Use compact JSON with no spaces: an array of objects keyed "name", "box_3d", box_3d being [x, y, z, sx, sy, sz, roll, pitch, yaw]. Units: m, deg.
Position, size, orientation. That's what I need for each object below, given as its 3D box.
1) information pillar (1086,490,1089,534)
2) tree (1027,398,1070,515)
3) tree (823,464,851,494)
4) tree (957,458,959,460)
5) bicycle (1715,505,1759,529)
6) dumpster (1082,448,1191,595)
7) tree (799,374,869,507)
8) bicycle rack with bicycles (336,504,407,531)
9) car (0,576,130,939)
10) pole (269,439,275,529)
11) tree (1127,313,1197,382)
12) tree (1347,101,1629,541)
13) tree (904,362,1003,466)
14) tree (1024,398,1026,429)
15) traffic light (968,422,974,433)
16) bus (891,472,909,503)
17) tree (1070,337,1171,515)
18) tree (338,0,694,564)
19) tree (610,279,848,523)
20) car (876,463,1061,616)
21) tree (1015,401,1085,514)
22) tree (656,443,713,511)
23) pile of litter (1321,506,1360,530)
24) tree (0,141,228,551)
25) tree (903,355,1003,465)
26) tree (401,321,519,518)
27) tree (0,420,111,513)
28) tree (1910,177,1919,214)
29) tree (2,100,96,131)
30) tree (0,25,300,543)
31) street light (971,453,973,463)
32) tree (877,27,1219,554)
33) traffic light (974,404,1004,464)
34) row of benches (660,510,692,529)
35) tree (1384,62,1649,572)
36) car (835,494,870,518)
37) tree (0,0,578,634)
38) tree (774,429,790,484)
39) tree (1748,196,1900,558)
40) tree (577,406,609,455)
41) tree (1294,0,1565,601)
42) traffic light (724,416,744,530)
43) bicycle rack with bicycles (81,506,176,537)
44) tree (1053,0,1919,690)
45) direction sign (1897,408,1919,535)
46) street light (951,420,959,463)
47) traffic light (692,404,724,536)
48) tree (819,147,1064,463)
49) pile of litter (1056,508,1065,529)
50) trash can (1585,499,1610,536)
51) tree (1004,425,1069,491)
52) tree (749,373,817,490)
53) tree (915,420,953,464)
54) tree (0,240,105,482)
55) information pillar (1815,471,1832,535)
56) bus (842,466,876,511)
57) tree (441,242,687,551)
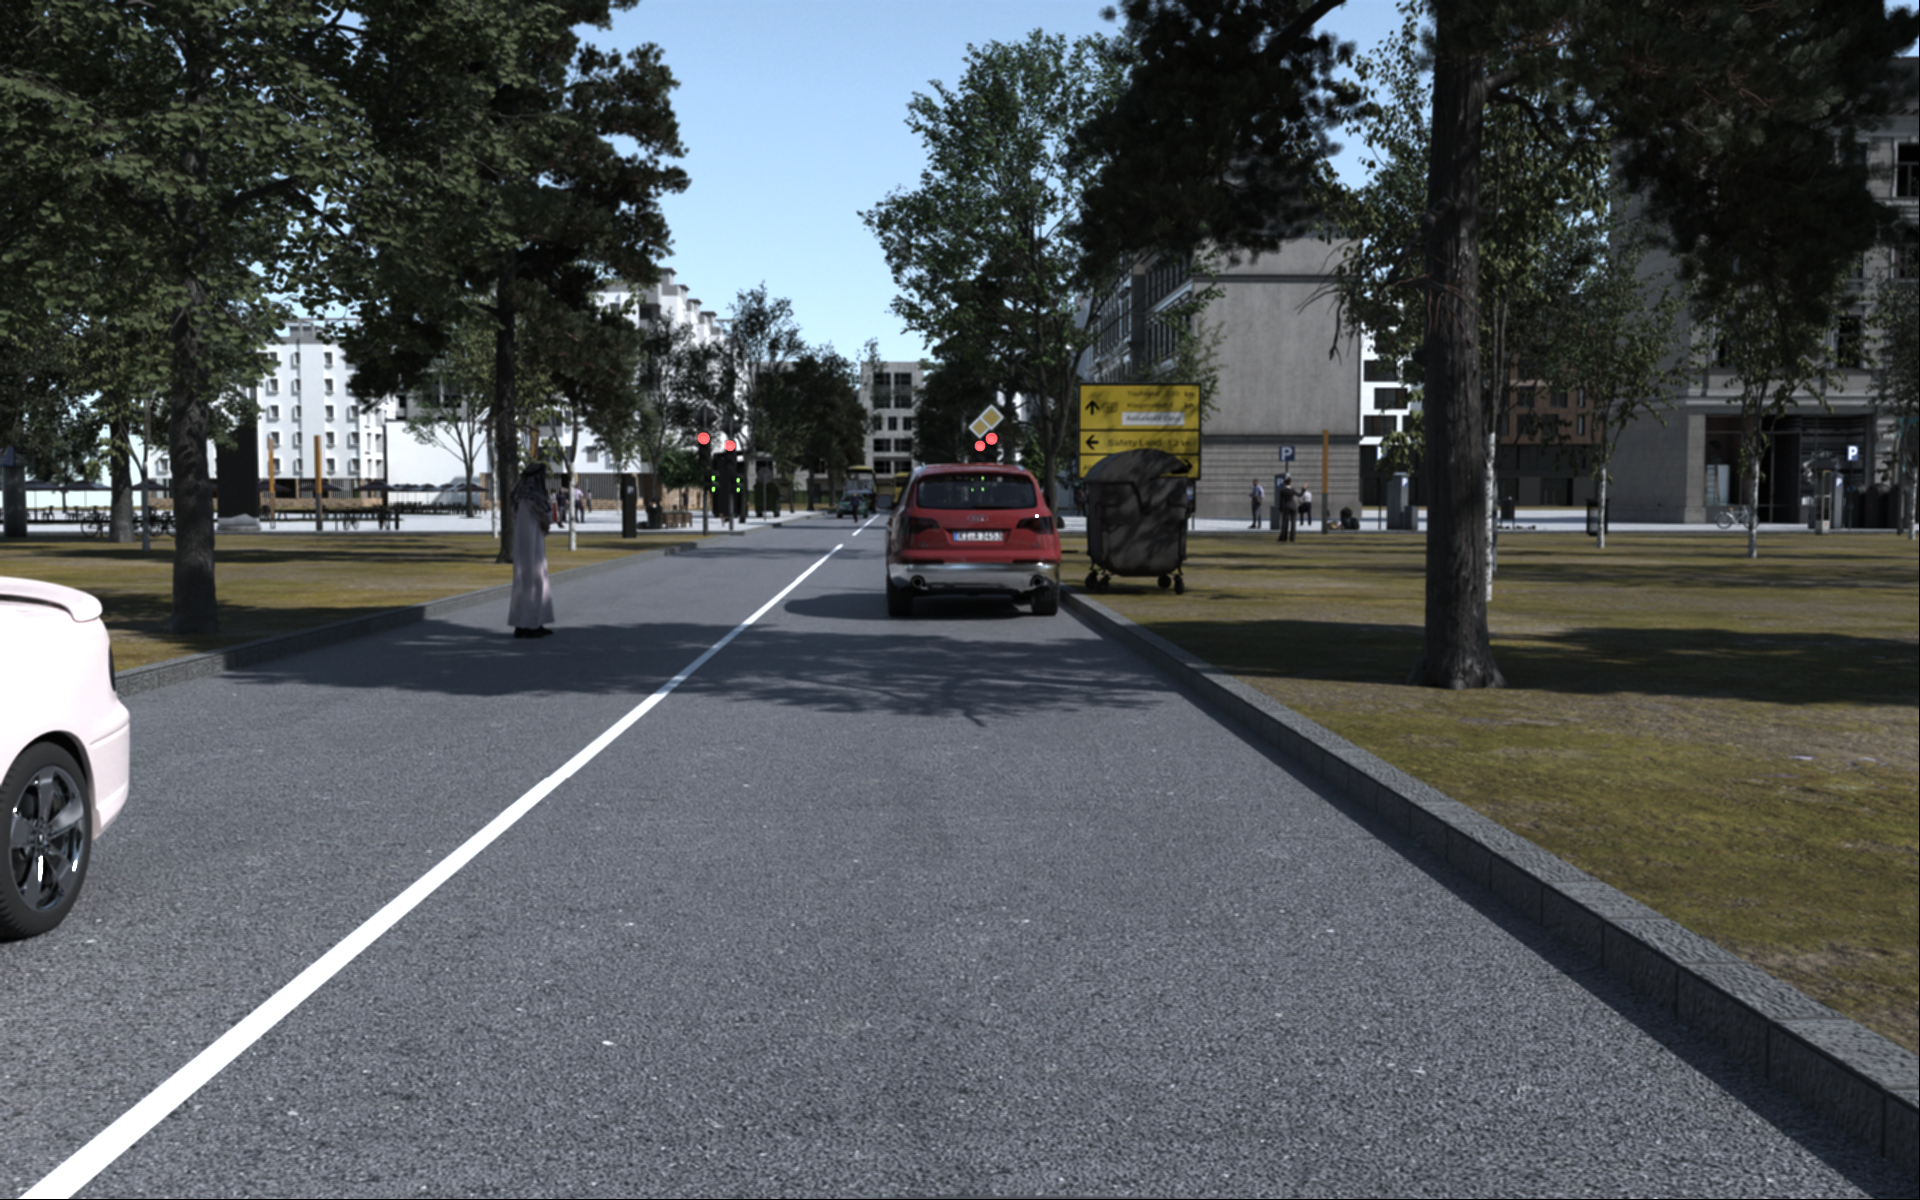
[{"name":"information pillar","box_3d":[4.169,-3.060,54.529,0.304,2.012,0.304,1,4,21]},{"name":"tree","box_3d":[6.906,-9.455,104.954,4.360,8.622,3.978,0,3,0]},{"name":"tree","box_3d":[-13.258,-15.049,196.407,4.360,8.622,3.978,0,3,0]},{"name":"tree","box_3d":[-1.400,-14.220,182.852,4.737,8.622,4.395,0,3,0]},{"name":"bicycle","box_3d":[28.731,-3.110,64.062,1.543,0.972,0.635,1,4,16]},{"name":"dumpster","box_3d":[2.311,-1.037,22.718,1.264,1.857,1.865,0,4,-2]},{"name":"tree","box_3d":[-14.078,-17.077,186.626,7.806,13.903,7.818,0,3,0]},{"name":"bicycle rack with bicycles","box_3d":[-21.052,-2.968,61.904,2.852,0.926,2.925,-1,4,-9]},{"name":"car","box_3d":[-3.870,0.494,4.293,2.083,1.381,4.827,0,4,-1]},{"name":"pole","box_3d":[-25.450,-4.294,64.044,0.158,3.312,0.155,0,3,0]},{"name":"tree","box_3d":[8.647,-7.186,67.857,4.737,8.622,4.395,0,3,0]},{"name":"tree","box_3d":[13.999,-7.404,46.819,9.928,11.665,9.643,0,3,0]},{"name":"tree","box_3d":[-0.194,-10.939,113.259,7.601,10.594,8.767,0,4,2]},{"name":"tree","box_3d":[6.295,-10.531,122.546,4.360,8.622,3.978,0,3,0]},{"name":"traffic light","box_3d":[0.679,-4.420,61.506,0.839,4.213,0.868,0,4,-2]},{"name":"bus","box_3d":[-6.240,-12.441,194.959,2.896,3.916,12.252,0,4,-3]},{"name":"tree","box_3d":[8.046,-8.082,82.498,4.360,8.622,3.978,0,3,0]},{"name":"tree","box_3d":[-8.391,-6.715,31.847,6.751,12.117,7.091,0,3,0]},{"name":"tree","box_3d":[-9.375,-8.635,75.597,8.767,10.594,7.601,-3,5,-40]},{"name":"car","box_3d":[0.077,-0.811,21.928,2.281,1.827,5.304,0,4,-3]},{"name":"tree","box_3d":[6.737,-10.839,127.574,4.737,8.622,4.395,0,3,0]},{"name":"tree","box_3d":[-17.038,-7.430,105.189,4.285,4.588,4.351,0,3,0]},{"name":"pile of litter","box_3d":[13.550,-2.924,61.779,1.719,0.858,1.176,-2,4,-25]},{"name":"tree","box_3d":[-18.486,-5.395,38.576,4.737,8.622,4.395,0,3,0]},{"name":"tree","box_3d":[-0.310,-12.756,126.684,7.486,12.596,7.792,0,3,0]},{"name":"tree","box_3d":[-26.476,-10.234,93.075,9.928,11.665,9.643,0,3,0]},{"name":"tree","box_3d":[-62.942,-8.910,108.582,11.467,7.101,20.602,0,4,2]},{"name":"tree","box_3d":[22.943,-5.478,39.929,4.360,8.622,3.978,0,3,0]},{"name":"tree","box_3d":[-15.676,-4.706,27.314,4.737,8.622,4.395,0,3,0]},{"name":"tree","box_3d":[-22.293,-8.486,45.405,9.857,13.997,8.962,0,3,0]},{"name":"street light","box_3d":[0.515,-6.317,76.075,0.468,5.910,1.993,0,4,-2]},{"name":"tree","box_3d":[2.100,-6.848,37.715,9.928,11.665,9.643,0,3,0]},{"name":"traffic light","box_3d":[0.941,-3.932,53.525,0.839,4.213,0.868,0,4,-2]},{"name":"row of benches","box_3d":[-10.932,-3.065,65.574,1.422,0.672,4.104,0,4,5]},{"name":"tree","box_3d":[8.810,-4.759,28.172,4.360,8.622,3.978,0,3,0]},{"name":"car","box_3d":[-6.458,-5.661,104.352,2.131,1.459,4.920,0,4,-2]},{"name":"tree","box_3d":[-7.017,-5.993,16.105,7.486,12.596,7.792,0,3,0]},{"name":"tree","box_3d":[-11.537,-12.973,134.168,6.751,12.117,7.091,0,3,0]},{"name":"tree","box_3d":[16.221,-5.158,34.698,4.737,8.622,4.395,0,3,0]},{"name":"tree","box_3d":[-15.206,-9.278,86.100,7.601,10.594,8.767,3,5,41]},{"name":"tree","box_3d":[6.132,-4.302,20.699,4.737,8.622,4.395,0,3,0]},{"name":"traffic light","box_3d":[-8.077,-4.401,61.205,0.839,4.213,0.868,0,4,-2]},{"name":"bicycle rack with bicycles","box_3d":[-24.396,-2.364,52.035,2.925,0.926,2.852,1,4,19]},{"name":"tree","box_3d":[3.302,-5.463,11.374,6.751,12.117,7.091,0,3,0]},{"name":"direction sign","box_3d":[29.839,-3.975,53.754,1.411,3.948,2.525,2,4,33]},{"name":"street light","box_3d":[-0.280,-8.152,106.075,0.468,5.910,1.993,0,4,-2]},{"name":"traffic light","box_3d":[-7.816,-3.913,53.224,0.839,4.213,0.868,0,4,-2]},{"name":"tree","box_3d":[1.154,-14.514,93.200,12.611,20.169,13.585,0,3,0]},{"name":"pile of litter","box_3d":[3.181,-3.064,64.066,1.719,0.858,1.176,-2,4,-35]},{"name":"trash can","box_3d":[19.428,-2.516,52.797,0.748,1.137,0.748,0,3,0]},{"name":"tree","box_3d":[1.956,-3.295,48.470,1.663,3.219,1.824,0,3,0]},{"name":"tree","box_3d":[-11.027,-9.450,104.869,4.737,8.622,4.395,0,3,0]},{"name":"tree","box_3d":[-2.505,-13.652,173.571,4.360,8.622,3.978,0,3,0]},{"name":"tree","box_3d":[-18.778,-5.073,33.309,4.360,8.622,3.978,0,3,0]},{"name":"information pillar","box_3d":[27.080,-3.048,54.328,0.304,2.012,0.304,-1,4,-14]},{"name":"bus","box_3d":[-8.798,-9.895,153.322,2.896,3.916,12.252,0,4,-2]},{"name":"tree","box_3d":[-9.051,-5.428,39.112,4.737,8.622,4.395,0,3,0]}]
